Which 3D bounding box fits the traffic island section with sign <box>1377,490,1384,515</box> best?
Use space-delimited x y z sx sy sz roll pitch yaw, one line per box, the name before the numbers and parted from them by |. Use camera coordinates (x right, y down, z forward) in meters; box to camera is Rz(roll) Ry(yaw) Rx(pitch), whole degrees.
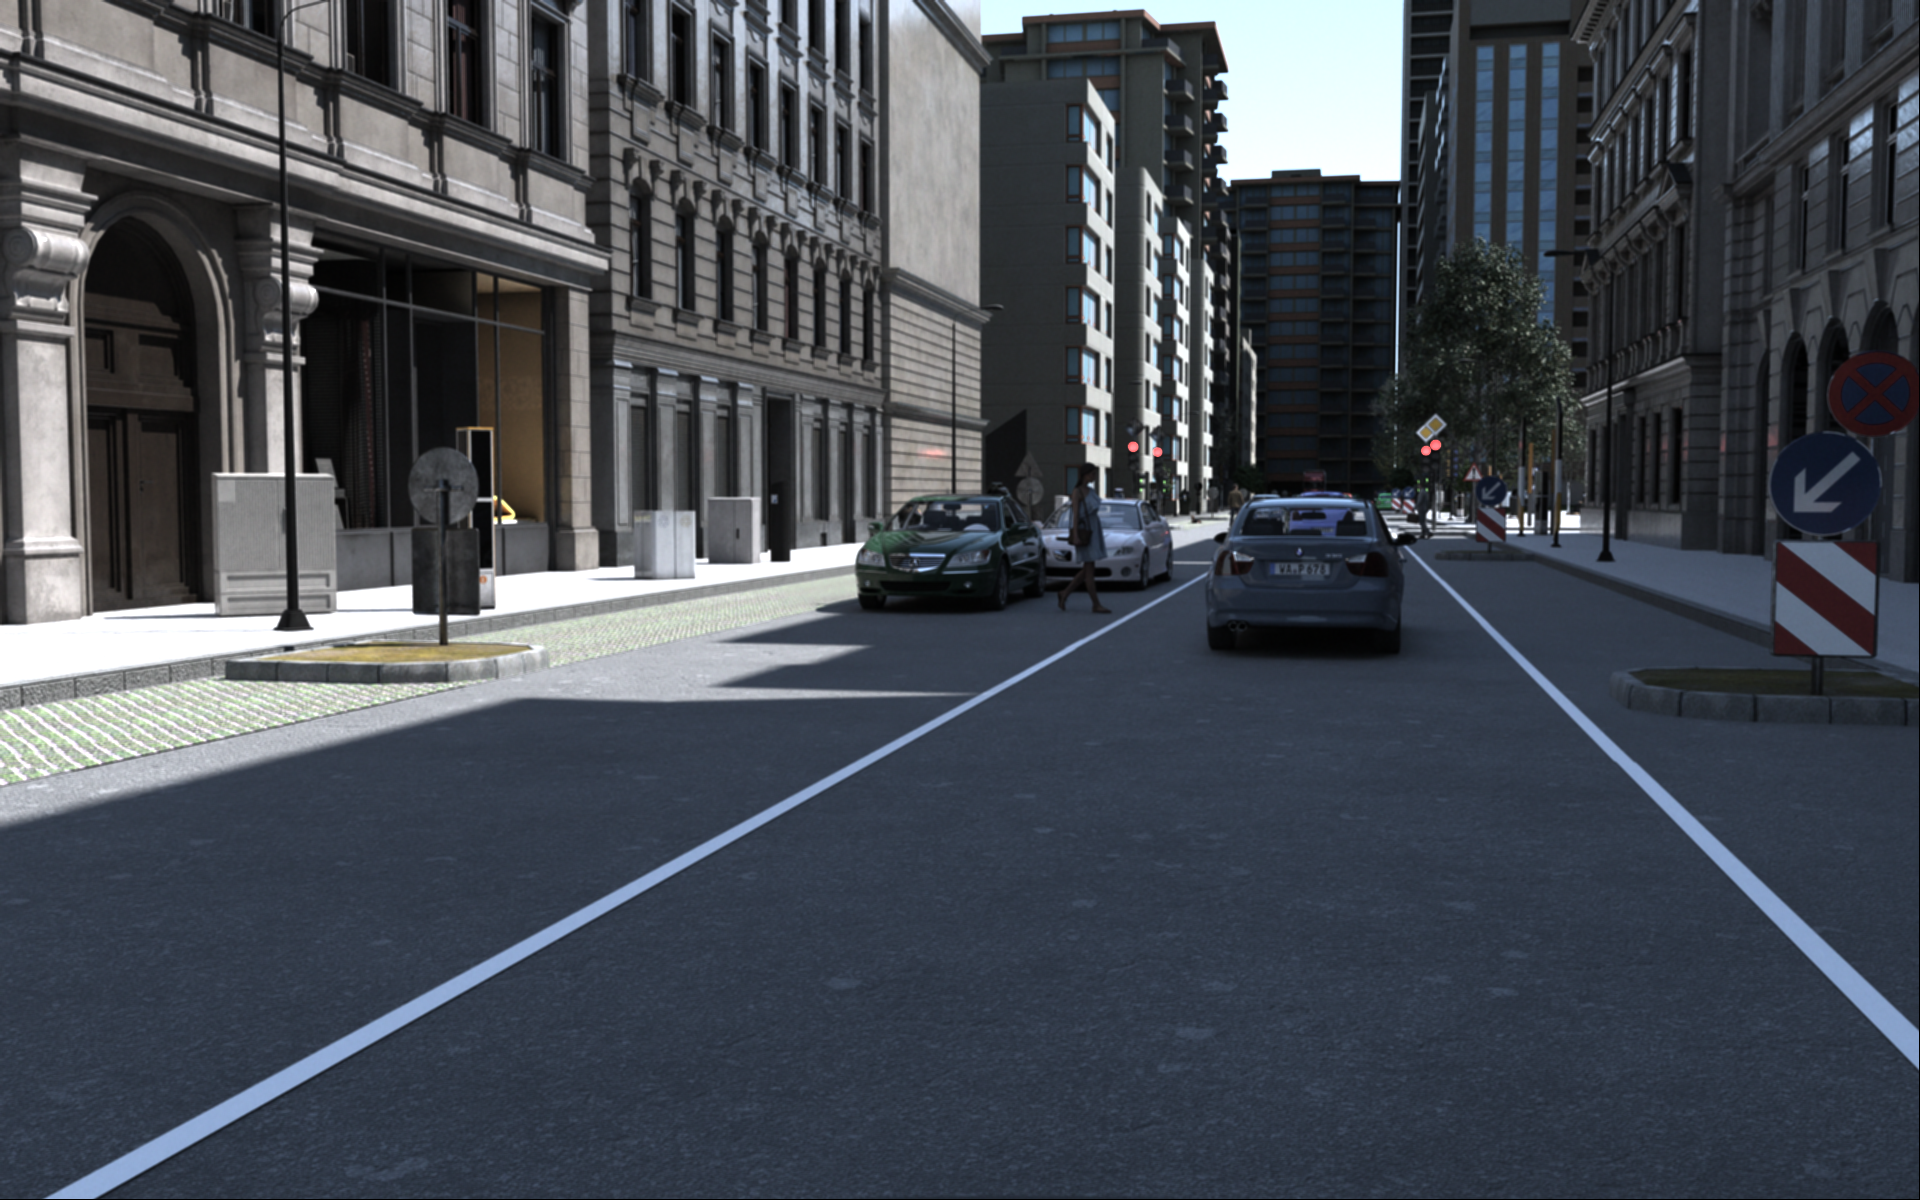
traffic island section with sign | 29.897 -6.765 119.227 1.989 1.847 2.006 1 4 13

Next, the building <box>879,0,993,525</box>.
building | -16.868 -14.572 57.344 34.723 24.649 14.460 1 4 13

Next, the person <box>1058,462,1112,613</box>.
person | 1.476 -0.753 20.901 0.778 1.811 0.616 3 4 36

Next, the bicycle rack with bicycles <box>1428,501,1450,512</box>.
bicycle rack with bicycles | 35.410 -6.965 127.255 2.925 0.926 2.852 0 4 -4

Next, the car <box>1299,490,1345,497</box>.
car | 9.579 -2.220 45.887 1.945 1.707 3.694 1 4 11

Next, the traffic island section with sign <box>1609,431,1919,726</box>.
traffic island section with sign | 5.534 -0.191 11.743 1.989 1.847 2.006 1 4 13

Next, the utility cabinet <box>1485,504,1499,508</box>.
utility cabinet | 31.451 -5.726 102.298 0.318 1.500 1.173 3 5 42

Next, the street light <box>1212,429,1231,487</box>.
street light | 18.773 -9.306 124.699 1.470 5.913 1.316 1 4 13

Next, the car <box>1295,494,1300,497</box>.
car | 10.939 -2.543 53.375 2.131 1.459 4.920 1 4 11

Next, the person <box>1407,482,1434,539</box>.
person | 14.764 -2.863 55.423 0.853 1.813 0.709 2 4 26

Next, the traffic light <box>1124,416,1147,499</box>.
traffic light | 6.309 -4.507 62.611 0.839 4.253 0.868 1 4 13

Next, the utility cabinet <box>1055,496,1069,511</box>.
utility cabinet | 3.510 -2.958 59.531 0.306 1.237 1.020 1 4 15

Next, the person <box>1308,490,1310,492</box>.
person | 36.531 -10.547 181.084 0.705 1.807 1.348 0 4 2

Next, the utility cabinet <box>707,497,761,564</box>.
utility cabinet | -4.176 -1.273 31.981 1.020 1.237 0.306 2 4 30

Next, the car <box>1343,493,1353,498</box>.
car | 25.348 -6.481 115.001 2.155 1.783 4.494 1 4 14

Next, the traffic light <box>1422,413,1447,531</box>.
traffic light | 16.516 -4.367 60.322 0.839 4.253 0.868 1 4 13

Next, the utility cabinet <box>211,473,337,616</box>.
utility cabinet | -7.248 -0.590 18.332 1.173 1.500 0.318 -2 4 -33

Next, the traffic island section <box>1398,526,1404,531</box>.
traffic island section | 18.318 -2.809 68.216 2.009 0.180 2.903 1 4 13

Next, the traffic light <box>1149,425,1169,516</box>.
traffic light | 8.075 -4.983 70.400 0.839 4.253 0.868 1 4 13

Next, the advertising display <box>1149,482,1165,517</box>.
advertising display | 10.643 -5.401 93.525 0.974 1.923 0.123 3 5 43

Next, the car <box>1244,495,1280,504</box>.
car | 13.880 -4.076 78.651 2.014 1.417 4.499 1 4 14

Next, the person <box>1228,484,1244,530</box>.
person | 11.133 -3.751 69.735 0.656 1.842 0.836 -2 4 -33

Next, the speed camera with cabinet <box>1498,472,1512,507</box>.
speed camera with cabinet | 41.158 -8.352 130.896 0.660 3.252 2.038 -1 4 -9

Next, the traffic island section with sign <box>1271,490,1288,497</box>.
traffic island section with sign | 30.880 -9.854 169.732 1.989 1.847 2.006 1 4 13

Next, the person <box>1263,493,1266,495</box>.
person | 39.555 -13.208 225.126 0.621 1.740 0.551 -3 5 -39

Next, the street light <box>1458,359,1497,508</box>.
street light | 17.843 -5.327 59.641 1.470 5.913 1.316 1 4 13

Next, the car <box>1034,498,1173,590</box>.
car | 2.251 -0.923 27.451 2.083 1.381 4.827 1 4 14

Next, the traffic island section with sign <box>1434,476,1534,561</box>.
traffic island section with sign | 11.483 -1.799 38.036 1.989 1.847 2.006 1 4 13

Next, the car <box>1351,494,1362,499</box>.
car | 43.316 -11.132 190.804 1.959 1.807 4.718 1 4 13

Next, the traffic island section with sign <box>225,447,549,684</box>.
traffic island section with sign | -4.446 -0.326 13.956 1.989 1.847 2.006 1 4 13

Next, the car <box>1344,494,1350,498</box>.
car | 20.719 -5.094 95.083 2.131 1.459 4.920 1 4 13

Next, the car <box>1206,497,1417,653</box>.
car | 3.455 -0.308 17.034 2.014 1.417 4.499 1 4 14

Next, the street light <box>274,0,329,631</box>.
street light | -5.768 -2.662 16.057 1.470 5.913 1.316 1 4 13

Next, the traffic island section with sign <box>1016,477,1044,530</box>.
traffic island section with sign | 1.605 -1.959 40.651 1.989 1.847 2.006 1 4 13

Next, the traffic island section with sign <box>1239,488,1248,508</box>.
traffic island section with sign | 19.830 -6.876 121.043 1.989 1.847 2.006 1 4 13

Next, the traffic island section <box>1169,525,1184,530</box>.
traffic island section | 8.038 -2.952 70.543 2.009 0.180 2.903 1 4 13

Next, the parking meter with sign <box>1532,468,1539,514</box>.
parking meter with sign | 37.353 -7.128 112.810 0.543 3.016 1.738 1 4 20

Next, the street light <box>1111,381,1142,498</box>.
street light | 6.823 -6.060 71.621 1.470 5.913 1.316 1 4 13

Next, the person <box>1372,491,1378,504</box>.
person | 37.622 -9.053 157.073 0.434 1.755 0.990 2 4 29

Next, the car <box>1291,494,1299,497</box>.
car | 32.367 -9.391 165.335 2.131 1.459 4.920 1 4 14

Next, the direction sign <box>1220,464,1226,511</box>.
direction sign | 19.791 -8.467 130.436 0.379 3.537 0.876 -1 4 -19

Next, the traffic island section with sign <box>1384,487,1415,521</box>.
traffic island section with sign | 23.877 -5.141 92.680 1.989 1.847 2.006 1 4 13

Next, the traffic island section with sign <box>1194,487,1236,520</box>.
traffic island section with sign | 13.836 -5.257 94.583 1.989 1.847 2.006 1 4 13

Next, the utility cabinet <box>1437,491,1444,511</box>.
utility cabinet | 36.764 -7.587 132.724 0.318 1.500 1.173 2 4 32

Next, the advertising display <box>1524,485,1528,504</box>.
advertising display | 40.153 -7.127 121.742 0.974 1.923 0.123 2 4 35

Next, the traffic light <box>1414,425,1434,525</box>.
traffic light | 18.282 -4.843 68.111 0.839 4.253 0.868 1 4 13

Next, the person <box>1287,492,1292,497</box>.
person | 41.236 -12.667 216.432 1.217 1.723 0.721 -2 4 -24

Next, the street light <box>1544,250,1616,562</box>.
street light | 11.793 -3.697 32.987 1.470 5.913 1.316 1 4 13

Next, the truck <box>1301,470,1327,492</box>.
truck | 41.427 -13.045 202.202 2.839 4.237 11.283 1 4 13

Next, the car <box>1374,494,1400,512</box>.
car | 32.224 -7.445 130.516 1.959 1.807 4.718 1 4 13

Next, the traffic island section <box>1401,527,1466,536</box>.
traffic island section | 16.553 -2.333 60.428 2.009 0.180 2.903 1 4 13

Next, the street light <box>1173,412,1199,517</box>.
street light | 12.799 -7.683 98.160 1.470 5.913 1.316 1 4 13

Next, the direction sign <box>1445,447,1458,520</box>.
direction sign | 23.864 -5.636 84.139 0.876 3.537 0.379 -2 4 -32

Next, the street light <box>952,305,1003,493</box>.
street light | 0.373 -4.298 42.815 1.470 5.913 1.316 1 4 13

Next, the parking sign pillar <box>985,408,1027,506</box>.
parking sign pillar | 1.447 -4.048 54.664 1.447 3.967 1.447 0 4 1

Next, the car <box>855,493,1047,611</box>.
car | -0.025 -0.680 22.920 2.131 1.459 4.920 1 4 12
